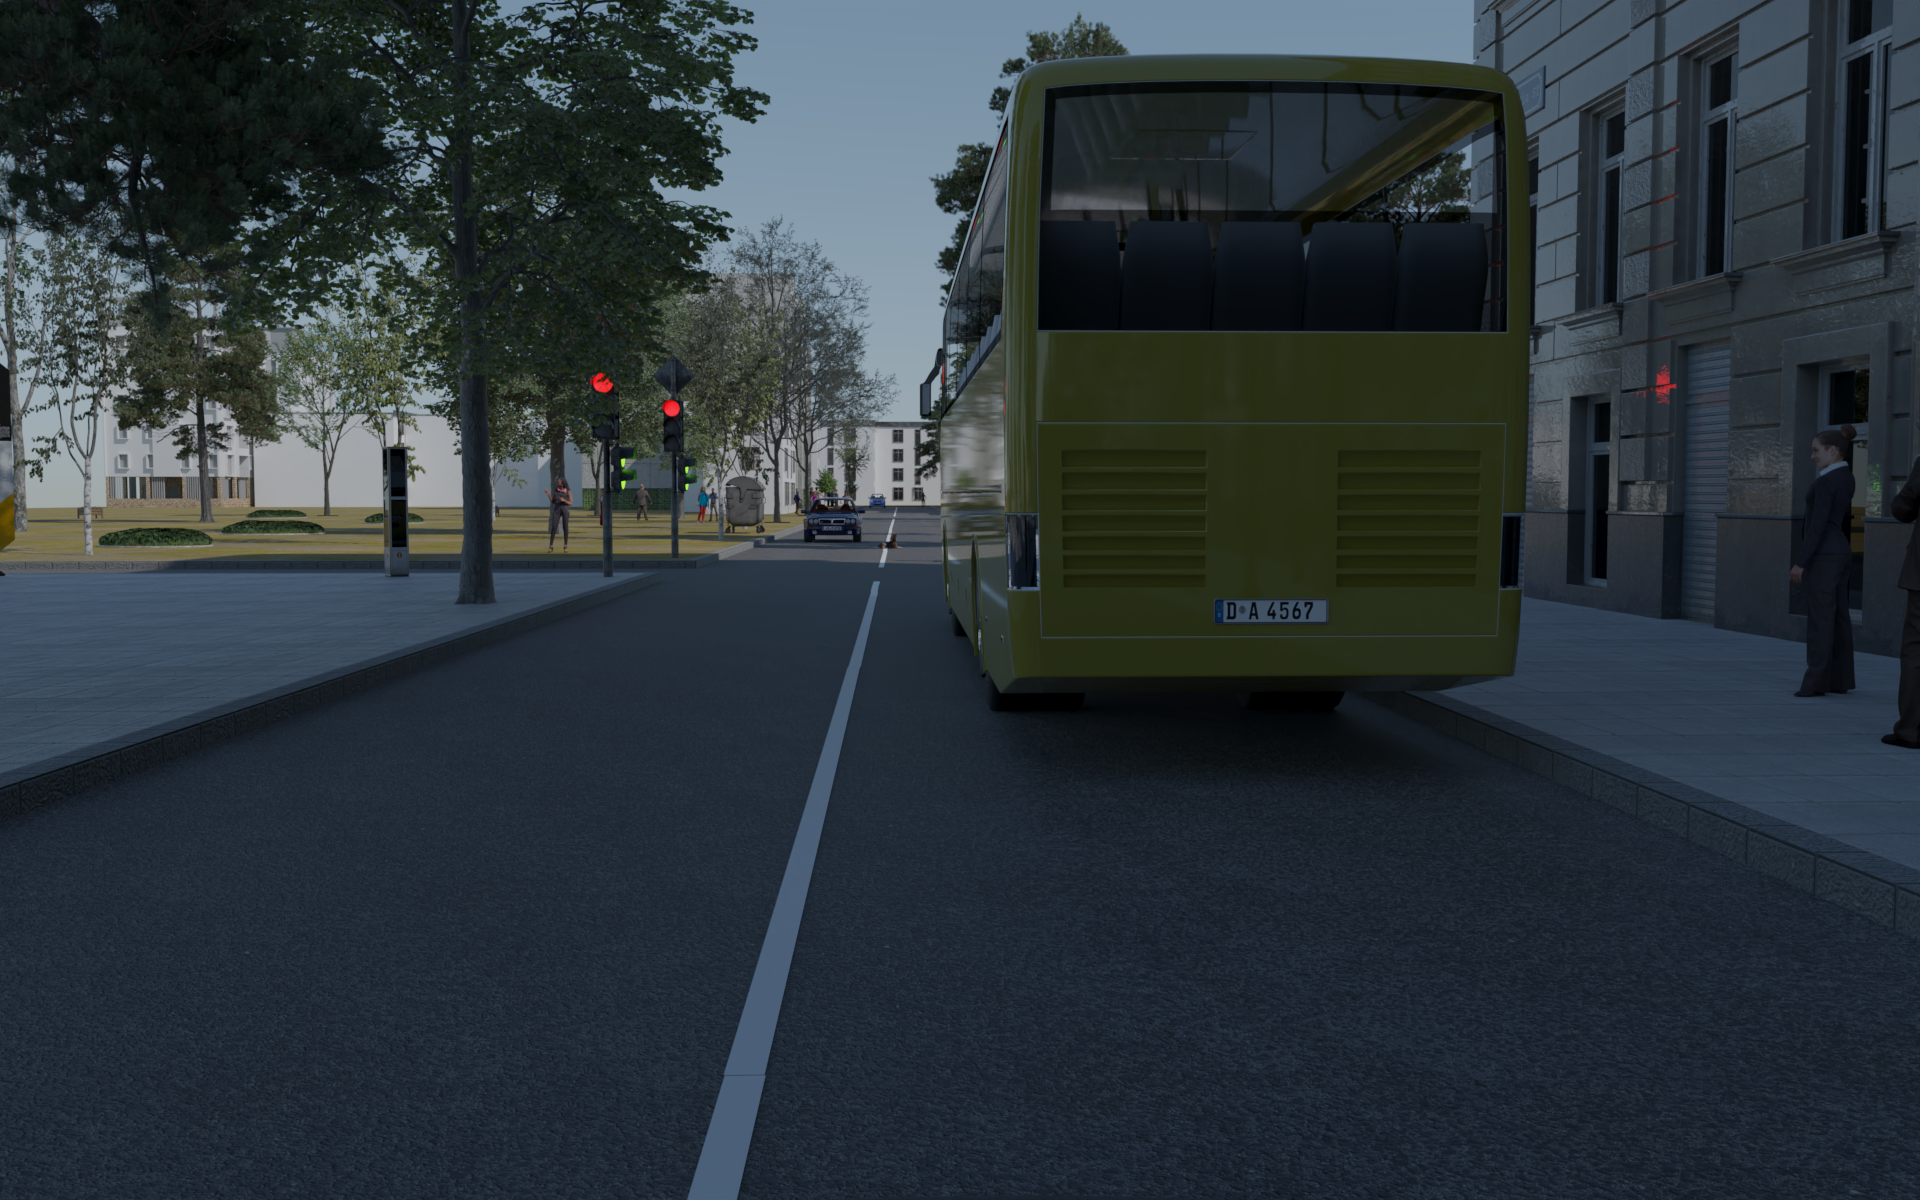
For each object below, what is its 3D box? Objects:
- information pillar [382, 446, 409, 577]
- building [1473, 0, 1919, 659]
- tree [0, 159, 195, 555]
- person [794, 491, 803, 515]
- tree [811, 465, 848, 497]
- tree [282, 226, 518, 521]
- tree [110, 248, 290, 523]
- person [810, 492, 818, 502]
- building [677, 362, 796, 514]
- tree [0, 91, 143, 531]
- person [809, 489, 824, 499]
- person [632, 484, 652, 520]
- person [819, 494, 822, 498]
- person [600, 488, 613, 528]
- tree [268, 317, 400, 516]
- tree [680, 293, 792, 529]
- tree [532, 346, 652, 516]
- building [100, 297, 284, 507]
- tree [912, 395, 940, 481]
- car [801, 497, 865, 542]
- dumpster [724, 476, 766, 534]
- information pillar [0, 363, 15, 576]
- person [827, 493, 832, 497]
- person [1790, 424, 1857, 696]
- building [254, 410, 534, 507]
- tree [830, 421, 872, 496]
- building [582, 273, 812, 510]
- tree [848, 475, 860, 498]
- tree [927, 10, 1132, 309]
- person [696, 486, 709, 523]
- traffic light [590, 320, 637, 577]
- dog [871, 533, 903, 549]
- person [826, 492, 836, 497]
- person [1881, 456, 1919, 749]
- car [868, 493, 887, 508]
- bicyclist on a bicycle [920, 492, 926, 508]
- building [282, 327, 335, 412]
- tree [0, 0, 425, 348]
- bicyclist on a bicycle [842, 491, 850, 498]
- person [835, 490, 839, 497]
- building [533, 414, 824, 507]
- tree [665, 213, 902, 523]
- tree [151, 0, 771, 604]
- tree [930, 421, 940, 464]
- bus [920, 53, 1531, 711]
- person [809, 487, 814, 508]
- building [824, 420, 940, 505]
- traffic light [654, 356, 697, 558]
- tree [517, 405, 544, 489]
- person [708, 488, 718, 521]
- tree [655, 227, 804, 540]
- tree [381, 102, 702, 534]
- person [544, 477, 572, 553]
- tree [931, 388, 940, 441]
[{"bbox_3d":[-8.760,-1.370,26.887,0.304,2.012,0.304,-2,4,-35],"label":"information pillar"},{"bbox_3d":[13.006,-13.100,11.443,12.463,27.353,25.104,0,4,-2],"label":"building"},{"bbox_3d":[-18.381,-5.263,36.419,4.360,8.622,3.978,0,3,0],"label":"tree"},{"bbox_3d":[-10.139,-6.121,108.820,0.600,1.496,0.574,-1,4,-10],"label":"person"},{"bbox_3d":[-9.391,-7.901,123.779,1.663,3.219,1.824,0,3,0],"label":"tree"},{"bbox_3d":[-14.771,-5.742,44.251,4.737,8.622,4.395,0,3,0],"label":"tree"},{"bbox_3d":[-34.142,-10.392,77.328,7.806,13.903,7.818,0,3,0],"label":"tree"},{"bbox_3d":[-9.721,-6.558,116.494,0.599,1.433,0.991,3,5,40],"label":"person"},{"bbox_3d":[-16.239,-11.146,124.389,9.099,9.664,28.070,0,4,-2],"label":"building"},{"bbox_3d":[-32.589,-12.343,57.699,12.611,20.169,13.585,0,3,0],"label":"tree"},{"bbox_3d":[-10.716,-7.563,129.703,1.348,1.823,0.705,2,4,24],"label":"person"},{"bbox_3d":[-15.579,-4.788,84.874,0.990,1.755,0.434,1,4,10],"label":"person"},{"bbox_3d":[-11.628,-8.400,144.318,0.436,1.711,0.756,1,4,16],"label":"person"},{"bbox_3d":[-13.459,-3.510,65.899,0.523,1.526,0.387,0,4,8],"label":"person"},{"bbox_3d":[-36.811,-10.709,100.849,9.928,11.665,9.643,0,3,0],"label":"tree"},{"bbox_3d":[-8.048,-6.917,63.460,4.737,8.622,4.395,0,3,0],"label":"tree"},{"bbox_3d":[-21.260,-10.712,100.889,9.928,11.665,9.643,0,3,0],"label":"tree"},{"bbox_3d":[-76.414,-19.348,172.751,11.380,20.091,16.016,0,4,-2],"label":"building"},{"bbox_3d":[-1.681,-16.190,186.763,6.751,12.117,7.091,0,3,0],"label":"tree"},{"bbox_3d":[-3.857,-2.461,52.810,1.945,1.354,3.894,0,4,-3],"label":"car"},{"bbox_3d":[-7.047,-3.116,56.711,1.264,1.857,1.865,0,4,-2],"label":"dumpster"},{"bbox_3d":[-15.056,-2.180,26.995,0.504,3.616,0.183,-3,4,-38],"label":"information pillar"},{"bbox_3d":[-13.041,-10.202,172.473,0.705,1.869,1.348,1,4,14],"label":"person"},{"bbox_3d":[5.550,-0.267,11.204,0.445,1.727,0.742,1,4,13],"label":"person"},{"bbox_3d":[-56.624,-14.389,177.403,28.070,9.664,9.099,0,4,-2],"label":"building"},{"bbox_3d":[-10.706,-13.369,168.951,4.737,8.622,4.395,0,3,0],"label":"tree"},{"bbox_3d":[-22.484,-17.617,154.492,16.747,18.905,31.486,0,4,-2],"label":"building"},{"bbox_3d":[-10.931,-11.046,175.211,1.663,3.219,1.824,0,3,0],"label":"tree"},{"bbox_3d":[2.745,-8.406,44.858,7.806,13.903,7.818,0,3,0],"label":"tree"},{"bbox_3d":[-11.303,-4.180,76.084,0.593,1.614,0.444,-1,4,-17],"label":"person"},{"bbox_3d":[-5.440,-2.294,26.750,0.839,4.213,0.868,0,4,-2],"label":"traffic light"},{"bbox_3d":[-1.914,-1.556,45.630,0.748,0.427,0.550,1,4,18],"label":"dog"},{"bbox_3d":[-13.329,-10.676,180.576,1.348,1.826,0.705,0,4,2],"label":"person"},{"bbox_3d":[5.016,-0.125,8.767,0.565,1.739,0.600,-1,4,-12],"label":"person"},{"bbox_3d":[-8.540,-10.363,179.020,1.945,1.707,3.694,0,4,-3],"label":"car"},{"bbox_3d":[-3.692,-10.049,174.328,1.499,1.676,1.625,0,4,-1],"label":"bicyclist on a bicycle"},{"bbox_3d":[-81.053,-21.150,202.228,11.380,20.091,16.016,0,4,-2],"label":"building"},{"bbox_3d":[-6.043,-5.365,9.776,6.751,12.117,7.091,0,3,0],"label":"tree"},{"bbox_3d":[-6.260,-5.204,95.111,1.499,1.676,1.625,0,4,-1],"label":"bicyclist on a bicycle"},{"bbox_3d":[-10.563,-8.668,148.570,0.445,1.727,0.742,0,4,1],"label":"person"},{"bbox_3d":[-28.574,-14.453,178.458,28.070,9.664,9.099,0,4,-2],"label":"building"},{"bbox_3d":[-8.210,-10.168,76.611,12.009,13.543,11.850,0,3,0],"label":"tree"},{"bbox_3d":[-6.013,-6.251,20.327,7.486,12.596,7.792,0,3,0],"label":"tree"},{"bbox_3d":[-0.214,-11.162,132.862,4.360,8.622,3.978,0,3,0],"label":"tree"},{"bbox_3d":[1.228,-1.391,14.297,2.896,3.916,12.252,0,4,-2],"label":"bus"},{"bbox_3d":[-11.197,-7.671,131.474,0.705,1.822,1.348,3,5,40],"label":"person"},{"bbox_3d":[-9.874,-15.843,201.183,28.070,9.664,9.099,0,4,-2],"label":"building"},{"bbox_3d":[-5.715,-2.782,34.731,0.839,4.213,0.868,0,4,-2],"label":"traffic light"},{"bbox_3d":[-22.420,-8.138,83.426,4.737,8.622,4.395,0,3,0],"label":"tree"},{"bbox_3d":[-11.597,-4.485,81.440,0.516,1.574,0.319,1,4,16],"label":"person"},{"bbox_3d":[-6.560,-5.958,47.773,4.360,8.622,3.978,0,3,0],"label":"tree"},{"bbox_3d":[-12.977,-9.077,55.071,9.857,13.997,8.962,0,3,0],"label":"tree"},{"bbox_3d":[-8.772,-1.857,37.867,0.593,1.643,0.415,-3,5,-41],"label":"person"},{"bbox_3d":[2.094,-10.828,95.160,7.486,12.596,7.792,0,3,0],"label":"tree"}]
